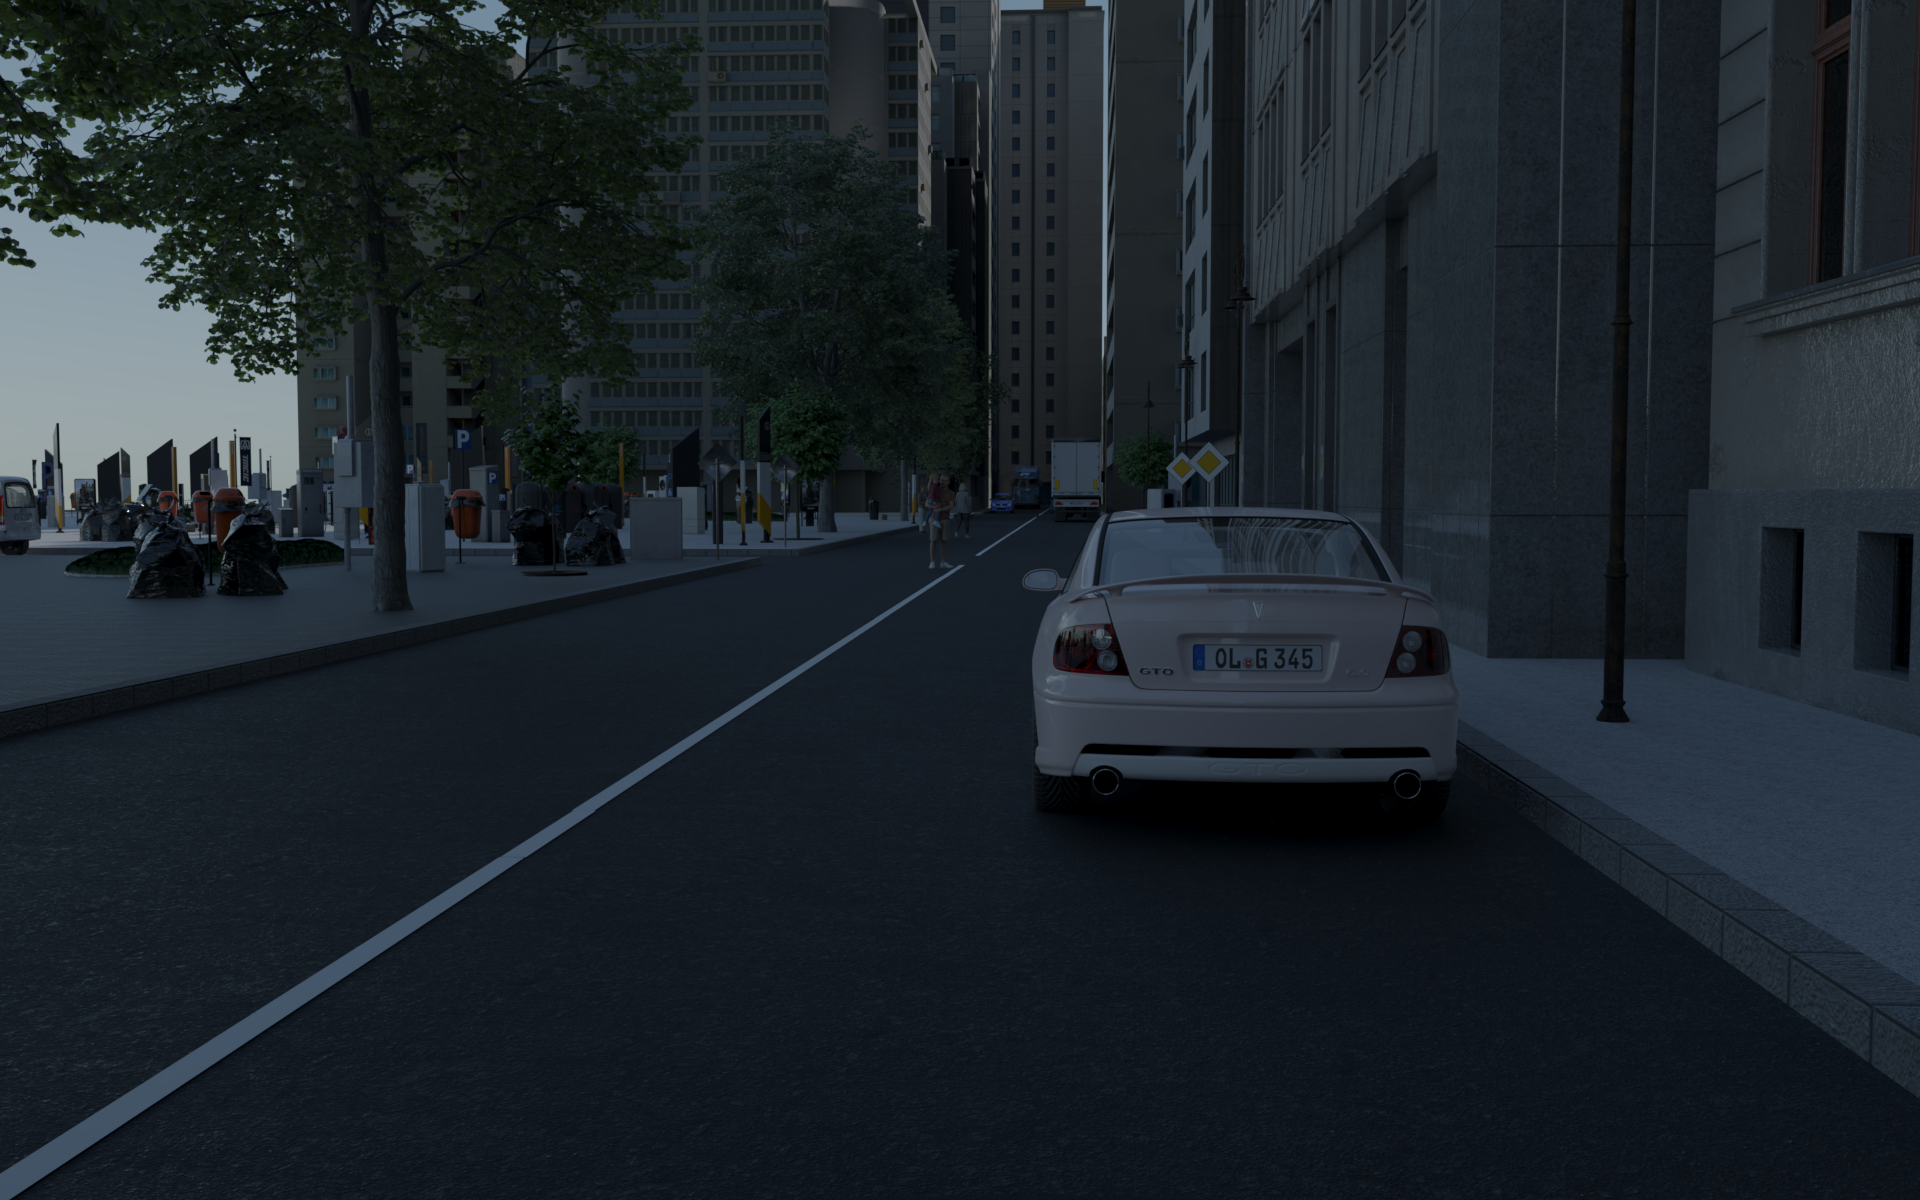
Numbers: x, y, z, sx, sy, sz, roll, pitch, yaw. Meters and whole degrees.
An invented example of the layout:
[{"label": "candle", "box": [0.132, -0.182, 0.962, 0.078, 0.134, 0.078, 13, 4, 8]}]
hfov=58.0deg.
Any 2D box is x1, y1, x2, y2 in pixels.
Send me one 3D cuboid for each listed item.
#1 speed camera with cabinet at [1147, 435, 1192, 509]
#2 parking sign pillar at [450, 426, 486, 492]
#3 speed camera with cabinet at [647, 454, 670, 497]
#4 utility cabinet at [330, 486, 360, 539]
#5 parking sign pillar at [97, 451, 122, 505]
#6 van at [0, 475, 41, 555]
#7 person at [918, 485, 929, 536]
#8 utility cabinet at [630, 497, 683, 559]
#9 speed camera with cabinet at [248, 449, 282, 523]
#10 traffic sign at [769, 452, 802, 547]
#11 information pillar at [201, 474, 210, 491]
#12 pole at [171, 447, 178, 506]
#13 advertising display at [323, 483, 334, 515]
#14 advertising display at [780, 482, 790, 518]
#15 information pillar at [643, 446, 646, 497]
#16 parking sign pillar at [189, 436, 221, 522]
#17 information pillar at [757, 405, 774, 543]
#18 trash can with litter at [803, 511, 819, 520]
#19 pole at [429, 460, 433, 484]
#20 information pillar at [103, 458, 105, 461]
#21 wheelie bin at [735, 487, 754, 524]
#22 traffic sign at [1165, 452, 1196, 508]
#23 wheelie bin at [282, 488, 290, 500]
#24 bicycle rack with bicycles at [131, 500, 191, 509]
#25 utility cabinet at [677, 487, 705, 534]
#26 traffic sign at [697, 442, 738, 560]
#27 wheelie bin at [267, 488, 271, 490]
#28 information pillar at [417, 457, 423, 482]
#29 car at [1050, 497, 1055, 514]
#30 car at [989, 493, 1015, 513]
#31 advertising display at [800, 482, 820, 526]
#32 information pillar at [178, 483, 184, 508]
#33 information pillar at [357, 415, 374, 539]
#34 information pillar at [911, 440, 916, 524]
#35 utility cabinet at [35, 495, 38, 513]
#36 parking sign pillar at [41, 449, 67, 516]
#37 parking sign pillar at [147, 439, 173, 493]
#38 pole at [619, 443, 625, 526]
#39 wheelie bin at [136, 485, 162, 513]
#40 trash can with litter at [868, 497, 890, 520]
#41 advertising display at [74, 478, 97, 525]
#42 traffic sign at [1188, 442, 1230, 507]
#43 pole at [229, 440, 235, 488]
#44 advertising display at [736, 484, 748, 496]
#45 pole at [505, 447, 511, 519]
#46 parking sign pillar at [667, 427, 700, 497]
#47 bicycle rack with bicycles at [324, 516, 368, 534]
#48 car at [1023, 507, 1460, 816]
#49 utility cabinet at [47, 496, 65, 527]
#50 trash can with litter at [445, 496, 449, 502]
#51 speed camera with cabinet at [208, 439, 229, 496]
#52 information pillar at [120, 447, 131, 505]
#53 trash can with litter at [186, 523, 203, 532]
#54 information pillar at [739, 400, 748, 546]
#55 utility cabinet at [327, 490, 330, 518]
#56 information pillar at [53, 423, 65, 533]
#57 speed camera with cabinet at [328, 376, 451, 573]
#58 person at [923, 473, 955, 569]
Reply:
[{"label": "speed camera with cabinet", "box": [6.964, -3.858, 57.407, 0.660, 3.252, 2.038, 3, 4, 36]}, {"label": "parking sign pillar", "box": [-19.462, -4.898, 68.560, 1.447, 3.967, 1.447, 0, 4, 5]}, {"label": "speed camera with cabinet", "box": [-14.884, -5.615, 86.149, 0.660, 3.252, 2.038, -3, 4, -37]}, {"label": "utility cabinet", "box": [-17.230, -2.446, 48.677, 0.318, 1.500, 1.173, 0, 4, 2]}, {"label": "parking sign pillar", "box": [-52.962, -7.302, 107.857, 1.447, 3.967, 1.447, -1, 4, -13]}, {"label": "van", "box": [-23.135, -1.966, 39.161, 4.112, 2.044, 2.013, 0, 4, 2]}, {"label": "person", "box": [-1.248, -3.106, 59.825, 0.362, 1.759, 0.519, 1, 4, 21]}, {"label": "utility cabinet", "box": [-6.000, -1.411, 34.224, 1.020, 1.237, 0.306, -1, 4, -9]}, {"label": "speed camera with cabinet", "box": [-30.479, -4.990, 75.921, 0.660, 3.252, 2.038, 0, 4, 5]}, {"label": "traffic sign", "box": [-4.210, -2.329, 41.723, 0.795, 2.450, 0.064, 0, 4, 4]}, {"label": "information pillar", "box": [-27.665, -3.616, 63.615, 0.304, 2.012, 0.304, -2, 4, -35]}, {"label": "pole", "box": [-33.793, -4.937, 74.561, 0.158, 3.312, 0.155, 0, 3, 0]}, {"label": "advertising display", "box": [-37.535, -5.985, 103.068, 0.123, 1.923, 0.974, 2, 4, 33]}, {"label": "advertising display", "box": [-9.463, -5.419, 93.822, 0.123, 1.923, 0.974, -2, 4, -31]}, {"label": "information pillar", "box": [-15.225, -5.645, 83.650, 0.183, 3.616, 0.504, 0, 4, -4]}, {"label": "parking sign pillar", "box": [-35.344, -5.668, 81.138, 1.447, 3.967, 1.447, 0, 4, 0]}, {"label": "information pillar", "box": [-5.128, -3.306, 45.407, 0.183, 3.616, 0.504, 2, 4, 32]}, {"label": "trash can with litter", "box": [-7.521, -4.709, 88.051, 1.678, 1.210, 2.233, 2, 4, 34]}, {"label": "pole", "box": [-31.998, -6.789, 104.840, 0.158, 3.312, 0.155, 0, 3, 0]}, {"label": "information pillar", "box": [-55.223, -7.380, 112.014, 0.504, 3.616, 0.183, 3, 5, 41]}, {"label": "wheelie bin", "box": [-9.372, -4.132, 75.465, 0.693, 1.594, 0.980, -2, 4, -30]}, {"label": "traffic sign", "box": [5.264, -2.291, 41.093, 0.795, 2.450, 0.064, 0, 4, 4]}, {"label": "wheelie bin", "box": [-36.318, -5.274, 94.138, 0.980, 1.594, 0.693, -2, 4, -26]}, {"label": "bicycle rack with bicycles", "box": [-47.563, -5.407, 101.786, 2.925, 0.926, 2.852, 1, 4, 15]}, {"label": "utility cabinet", "box": [-8.625, -2.870, 55.596, 0.318, 1.500, 1.173, -3, 5, -41]}, {"label": "traffic sign", "box": [-4.724, -1.842, 33.754, 0.795, 2.450, 0.064, 0, 4, 4]}, {"label": "wheelie bin", "box": [-34.670, -4.818, 86.683, 0.693, 1.594, 0.980, 1, 4, 12]}, {"label": "information pillar", "box": [-34.042, -7.206, 109.179, 0.504, 3.616, 0.183, 3, 5, 40]}, {"label": "car", "box": [7.627, -7.106, 128.192, 2.014, 1.417, 4.499, 0, 4, 3]}, {"label": "car", "box": [3.180, -7.328, 129.397, 1.945, 1.707, 3.694, 0, 4, 4]}, {"label": "advertising display", "box": [-5.969, -3.890, 68.815, 0.123, 1.923, 0.974, 3, 5, 43]}, {"label": "information pillar", "box": [-53.663, -7.025, 119.342, 0.304, 2.012, 0.304, -1, 4, -12]}, {"label": "information pillar", "box": [-17.093, -3.585, 49.971, 0.504, 3.616, 0.183, 0, 4, -5]}, {"label": "information pillar", "box": [-1.983, -5.089, 74.564, 0.183, 3.616, 0.504, -1, 4, -11]}, {"label": "utility cabinet", "box": [-56.923, -5.799, 105.973, 1.020, 1.237, 0.306, -3, 5, -41]}, {"label": "parking sign pillar", "box": [-54.369, -7.052, 103.765, 1.447, 3.967, 1.447, 1, 4, 22]}, {"label": "parking sign pillar", "box": [-38.885, -5.868, 84.407, 1.447, 3.967, 1.447, 0, 4, 5]}, {"label": "pole", "box": [-13.468, -4.595, 68.976, 0.158, 3.312, 0.155, 0, 3, 0]}, {"label": "wheelie bin", "box": [-26.781, -3.019, 57.264, 0.693, 1.594, 0.980, -3, 5, -40]}, {"label": "trash can with litter", "box": [-4.001, -4.533, 85.496, 1.055, 1.170, 0.624, 0, 4, -1]}, {"label": "advertising display", "box": [-36.267, -4.075, 71.834, 0.974, 1.923, 0.123, 1, 4, 14]}, {"label": "traffic sign", "box": [4.749, -1.803, 33.125, 0.795, 2.450, 0.064, 0, 4, 4]}, {"label": "pole", "box": [-27.687, -4.408, 65.919, 0.158, 3.312, 0.155, 0, 3, 0]}, {"label": "advertising display", "box": [-13.350, -6.169, 106.080, 0.974, 1.923, 0.123, 3, 5, 44]}, {"label": "pole", "box": [-19.491, -4.941, 74.634, 0.158, 3.312, 0.155, 0, 3, 0]}, {"label": "parking sign pillar", "box": [-11.098, -4.957, 69.520, 1.447, 3.967, 1.447, -3, 5, -43]}, {"label": "bicycle rack with bicycles", "box": [-20.089, -2.606, 55.991, 2.852, 0.926, 2.925, 0, 4, -8]}, {"label": "car", "box": [1.350, 0.197, 9.141, 2.083, 1.381, 4.827, 0, 4, 4]}, {"label": "utility cabinet", "box": [-35.098, -3.431, 67.266, 0.306, 1.237, 1.020, 0, 4, -7]}, {"label": "trash can with litter", "box": [-20.022, -3.404, 66.718, 1.678, 1.210, 2.233, 0, 4, -3]}, {"label": "speed camera with cabinet", "box": [-26.319, -4.117, 61.651, 0.660, 3.252, 2.038, -2, 4, -27]}, {"label": "information pillar", "box": [-41.895, -5.849, 86.985, 0.183, 3.616, 0.504, 2, 4, 31]}, {"label": "trash can with litter", "box": [-25.755, -2.888, 58.603, 1.055, 1.170, 0.624, -3, 5, -40]}, {"label": "information pillar", "box": [-5.399, -3.163, 43.063, 0.183, 3.616, 0.504, 0, 4, -3]}, {"label": "utility cabinet", "box": [-33.177, -5.101, 92.079, 1.173, 1.500, 0.318, 3, 4, 38]}, {"label": "information pillar", "box": [-29.781, -4.025, 57.161, 0.183, 3.616, 0.504, -3, 5, -41]}, {"label": "speed camera with cabinet", "box": [-9.515, -2.112, 28.870, 2.038, 3.252, 0.660, 2, 4, 30]}, {"label": "person", "box": [-0.423, -1.526, 33.429, 0.573, 1.828, 0.580, 2, 4, 33]}]
